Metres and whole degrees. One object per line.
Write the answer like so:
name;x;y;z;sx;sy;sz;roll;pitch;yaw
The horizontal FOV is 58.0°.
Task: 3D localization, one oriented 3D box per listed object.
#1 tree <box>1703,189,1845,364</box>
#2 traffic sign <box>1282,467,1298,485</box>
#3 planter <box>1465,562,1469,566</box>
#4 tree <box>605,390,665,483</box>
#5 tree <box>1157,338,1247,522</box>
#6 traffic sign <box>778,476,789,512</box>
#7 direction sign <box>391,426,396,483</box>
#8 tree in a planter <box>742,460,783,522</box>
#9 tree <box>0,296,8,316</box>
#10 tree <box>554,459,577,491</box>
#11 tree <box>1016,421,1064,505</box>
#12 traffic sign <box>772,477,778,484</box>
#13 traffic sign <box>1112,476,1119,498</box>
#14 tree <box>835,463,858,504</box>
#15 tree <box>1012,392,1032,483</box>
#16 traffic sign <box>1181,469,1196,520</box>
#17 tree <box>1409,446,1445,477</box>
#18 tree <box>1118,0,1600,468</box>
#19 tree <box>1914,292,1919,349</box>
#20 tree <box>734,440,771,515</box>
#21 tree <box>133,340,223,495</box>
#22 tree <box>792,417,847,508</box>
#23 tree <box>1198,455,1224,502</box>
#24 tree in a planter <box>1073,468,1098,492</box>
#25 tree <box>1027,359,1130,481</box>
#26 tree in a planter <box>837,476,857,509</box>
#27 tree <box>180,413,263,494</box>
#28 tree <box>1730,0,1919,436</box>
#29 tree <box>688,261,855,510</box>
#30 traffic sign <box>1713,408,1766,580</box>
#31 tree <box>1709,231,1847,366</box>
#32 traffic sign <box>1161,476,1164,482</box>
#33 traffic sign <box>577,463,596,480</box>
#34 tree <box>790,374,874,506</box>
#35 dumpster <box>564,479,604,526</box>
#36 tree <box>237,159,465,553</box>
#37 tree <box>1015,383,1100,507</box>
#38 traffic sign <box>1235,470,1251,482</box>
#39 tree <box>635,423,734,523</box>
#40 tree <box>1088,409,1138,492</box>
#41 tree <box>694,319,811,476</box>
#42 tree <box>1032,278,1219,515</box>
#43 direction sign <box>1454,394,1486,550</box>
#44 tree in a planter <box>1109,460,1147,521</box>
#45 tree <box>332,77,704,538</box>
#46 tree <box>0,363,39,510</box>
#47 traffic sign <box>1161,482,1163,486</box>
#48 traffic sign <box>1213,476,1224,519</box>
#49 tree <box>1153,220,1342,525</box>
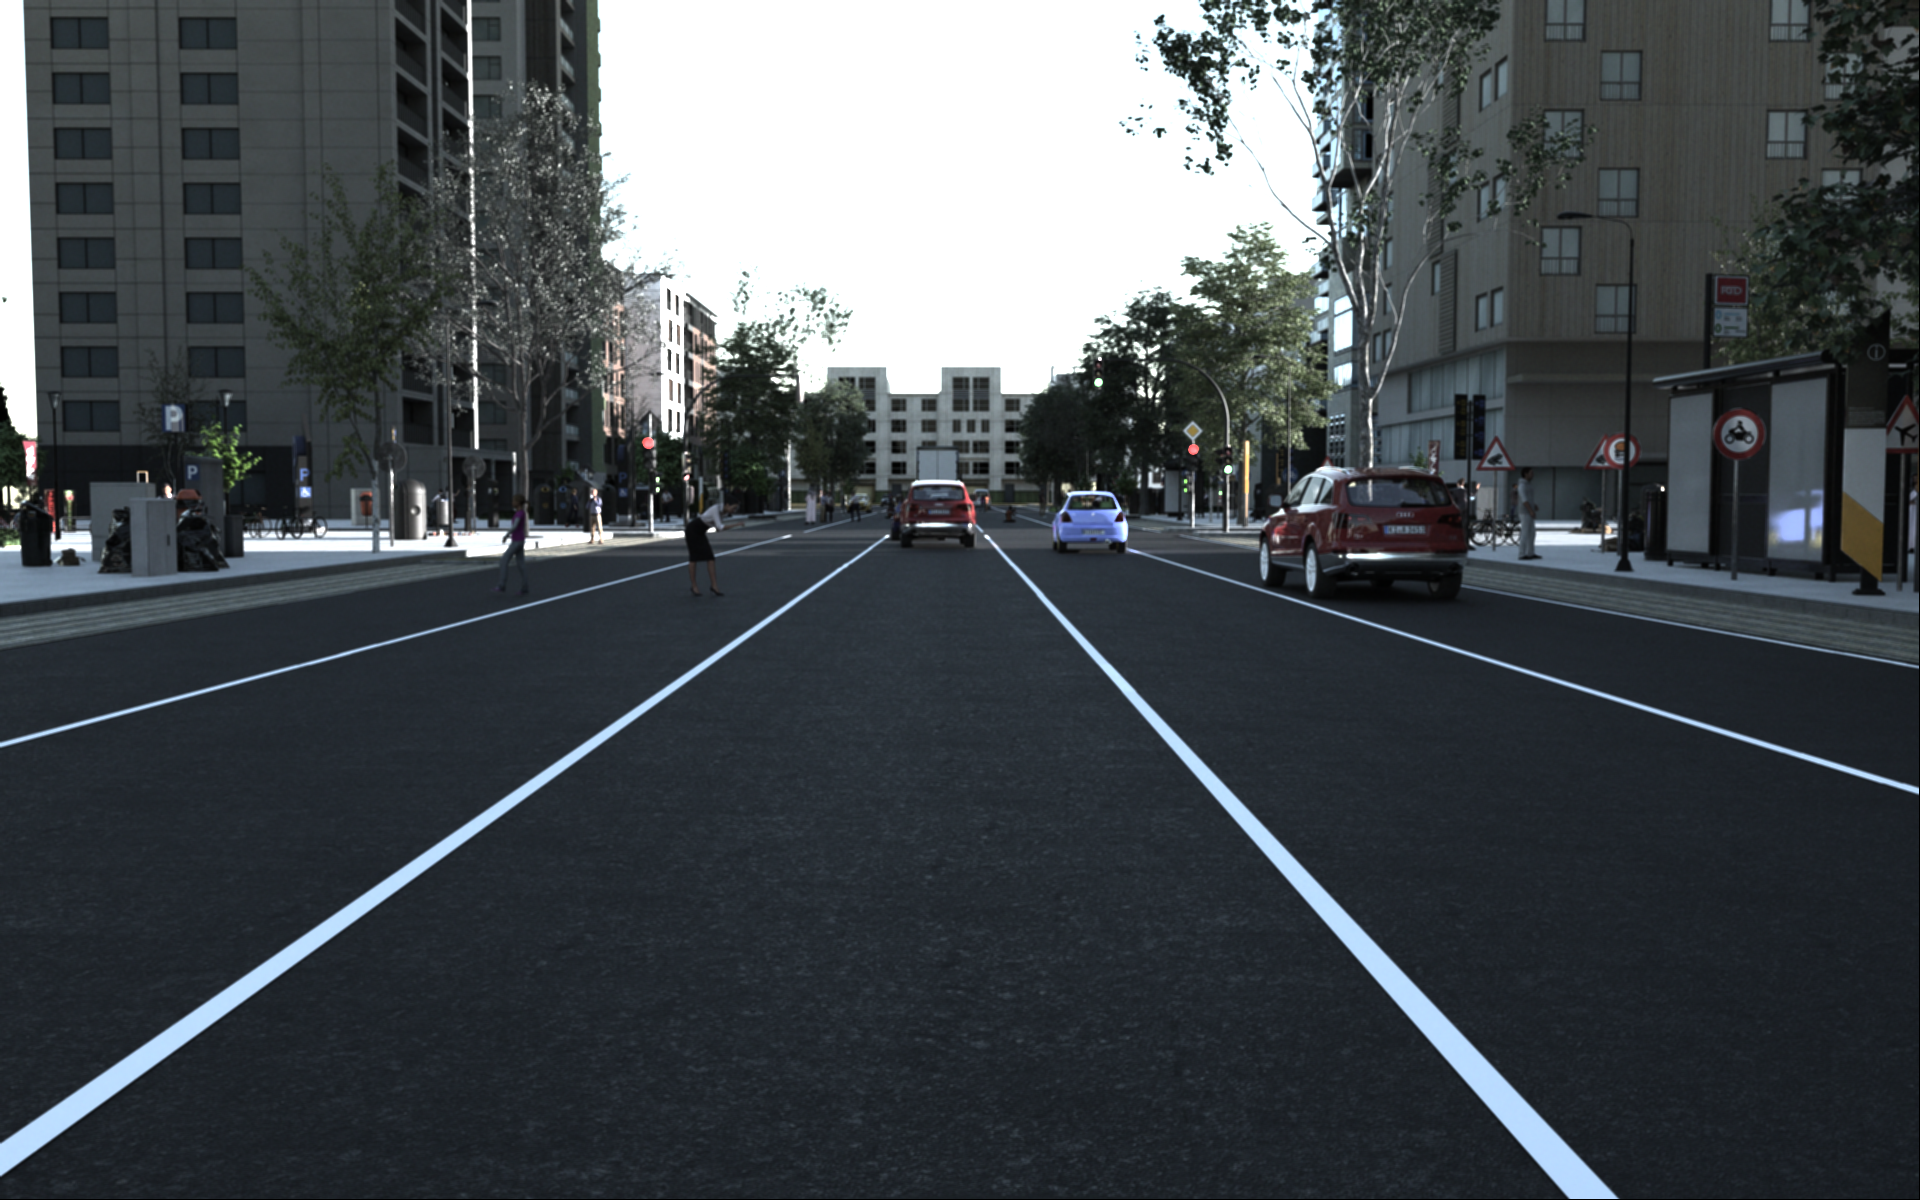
tree;19.904;-5.590;41.756;4.737;8.622;4.395;0;3;0
traffic sign;15.356;-4.926;80.640;0.768;2.556;0.104;0;4;1
planter;9.126;-0.873;35.415;1.991;0.319;1.994;0;4;0
tree;-22.936;-10.541;122.704;4.360;8.622;3.978;0;3;0
tree;11.251;-7.860;78.867;4.360;8.622;3.978;0;3;0
traffic sign;-12.732;-7.630;124.850;0.768;2.556;0.104;0;4;6
direction sign;-18.881;-4.026;57.829;0.379;3.537;0.876;-1;4;-12
tree in a planter;-10.333;-5.722;90.781;1.991;3.239;1.994;0;4;0
tree;-20.588;-5.094;33.657;4.737;8.622;4.395;0;3;0
tree;-20.761;-5.966;92.143;1.663;3.219;1.824;0;3;0
tree;10.601;-17.530;212.369;9.928;11.665;9.643;0;3;0
traffic sign;-14.162;-8.038;131.524;0.768;2.556;0.104;1;4;9
traffic sign;11.227;-7.530;123.223;0.768;2.556;0.104;0;4;2
tree;-14.116;-16.116;213.864;4.360;8.622;3.978;0;3;0
tree;10.604;-17.322;189.875;9.857;13.997;8.962;0;3;0
traffic sign;11.479;-5.313;86.979;0.768;2.556;0.104;0;4;5
tree;18.440;-4.591;69.664;1.663;3.219;1.824;0;3;0
tree;10.757;-11.725;47.595;12.611;20.169;13.585;0;3;0
tree;19.505;-5.038;32.734;4.737;8.622;4.395;0;3;0
tree;-13.075;-7.426;105.134;4.285;4.588;4.351;0;3;0
tree;-37.899;-8.152;83.647;4.360;8.622;3.978;0;3;0
tree;-13.693;-13.030;163.405;4.737;8.622;4.395;0;3;0
tree;19.134;-9.120;132.832;4.285;4.588;4.351;0;3;0
tree in a planter;8.527;-7.393;118.091;1.991;3.239;1.994;0;4;0
tree;10.902;-15.074;156.826;12.009;13.543;11.850;0;3;0
tree in a planter;-10.876;-10.466;168.340;1.991;3.239;1.994;0;4;0
tree;-17.906;-2.874;41.598;1.663;3.219;1.824;0;3;0
tree;11.889;-5.979;14.767;9.611;12.733;9.660;0;3;0
tree;-15.262;-17.476;141.623;12.611;20.169;13.585;0;3;0
traffic sign;11.562;-1.571;25.789;0.768;2.556;0.104;0;4;2
tree;22.584;-5.964;47.867;4.360;8.622;3.978;0;3;0
traffic sign;13.598;-6.949;113.720;0.768;2.556;0.104;0;4;0
traffic sign;-15.742;-4.479;72.959;0.795;2.593;0.064;0;4;1
tree;-13.680;-17.063;185.627;9.857;13.997;8.962;0;3;0
dumpster;-15.049;-3.886;69.294;1.264;1.857;1.865;0;4;-1
tree;-12.951;-5.325;37.423;4.737;8.622;4.395;0;3;0
tree;10.425;-16.005;178.686;9.611;12.733;9.660;0;3;0
traffic sign;14.050;-5.252;85.980;0.768;2.556;0.104;1;4;8
tree;-13.411;-5.768;78.026;4.285;4.588;4.351;0;3;0
tree;10.969;-10.857;127.871;4.360;8.622;3.978;0;3;0
tree;-13.300;-11.894;112.596;7.486;12.596;7.792;0;3;0
tree;11.142;-12.068;103.970;9.857;13.997;8.962;0;3;0
direction sign;11.609;-2.905;39.501;0.876;3.537;0.379;-2;4;-26
tree in a planter;8.718;-5.740;91.069;1.991;3.239;1.994;0;4;0
tree;-12.669;-8.567;50.439;12.009;13.543;11.850;0;3;0
tree;-68.276;-13.300;119.282;13.155;14.587;18.604;0;4;-2
traffic sign;13.372;-6.832;111.706;0.884;2.594;0.081;0;4;3
traffic sign;13.395;-5.485;89.791;0.768;2.556;0.104;0;4;7
tree;11.861;-9.390;71.654;7.486;12.596;7.792;0;3;0
